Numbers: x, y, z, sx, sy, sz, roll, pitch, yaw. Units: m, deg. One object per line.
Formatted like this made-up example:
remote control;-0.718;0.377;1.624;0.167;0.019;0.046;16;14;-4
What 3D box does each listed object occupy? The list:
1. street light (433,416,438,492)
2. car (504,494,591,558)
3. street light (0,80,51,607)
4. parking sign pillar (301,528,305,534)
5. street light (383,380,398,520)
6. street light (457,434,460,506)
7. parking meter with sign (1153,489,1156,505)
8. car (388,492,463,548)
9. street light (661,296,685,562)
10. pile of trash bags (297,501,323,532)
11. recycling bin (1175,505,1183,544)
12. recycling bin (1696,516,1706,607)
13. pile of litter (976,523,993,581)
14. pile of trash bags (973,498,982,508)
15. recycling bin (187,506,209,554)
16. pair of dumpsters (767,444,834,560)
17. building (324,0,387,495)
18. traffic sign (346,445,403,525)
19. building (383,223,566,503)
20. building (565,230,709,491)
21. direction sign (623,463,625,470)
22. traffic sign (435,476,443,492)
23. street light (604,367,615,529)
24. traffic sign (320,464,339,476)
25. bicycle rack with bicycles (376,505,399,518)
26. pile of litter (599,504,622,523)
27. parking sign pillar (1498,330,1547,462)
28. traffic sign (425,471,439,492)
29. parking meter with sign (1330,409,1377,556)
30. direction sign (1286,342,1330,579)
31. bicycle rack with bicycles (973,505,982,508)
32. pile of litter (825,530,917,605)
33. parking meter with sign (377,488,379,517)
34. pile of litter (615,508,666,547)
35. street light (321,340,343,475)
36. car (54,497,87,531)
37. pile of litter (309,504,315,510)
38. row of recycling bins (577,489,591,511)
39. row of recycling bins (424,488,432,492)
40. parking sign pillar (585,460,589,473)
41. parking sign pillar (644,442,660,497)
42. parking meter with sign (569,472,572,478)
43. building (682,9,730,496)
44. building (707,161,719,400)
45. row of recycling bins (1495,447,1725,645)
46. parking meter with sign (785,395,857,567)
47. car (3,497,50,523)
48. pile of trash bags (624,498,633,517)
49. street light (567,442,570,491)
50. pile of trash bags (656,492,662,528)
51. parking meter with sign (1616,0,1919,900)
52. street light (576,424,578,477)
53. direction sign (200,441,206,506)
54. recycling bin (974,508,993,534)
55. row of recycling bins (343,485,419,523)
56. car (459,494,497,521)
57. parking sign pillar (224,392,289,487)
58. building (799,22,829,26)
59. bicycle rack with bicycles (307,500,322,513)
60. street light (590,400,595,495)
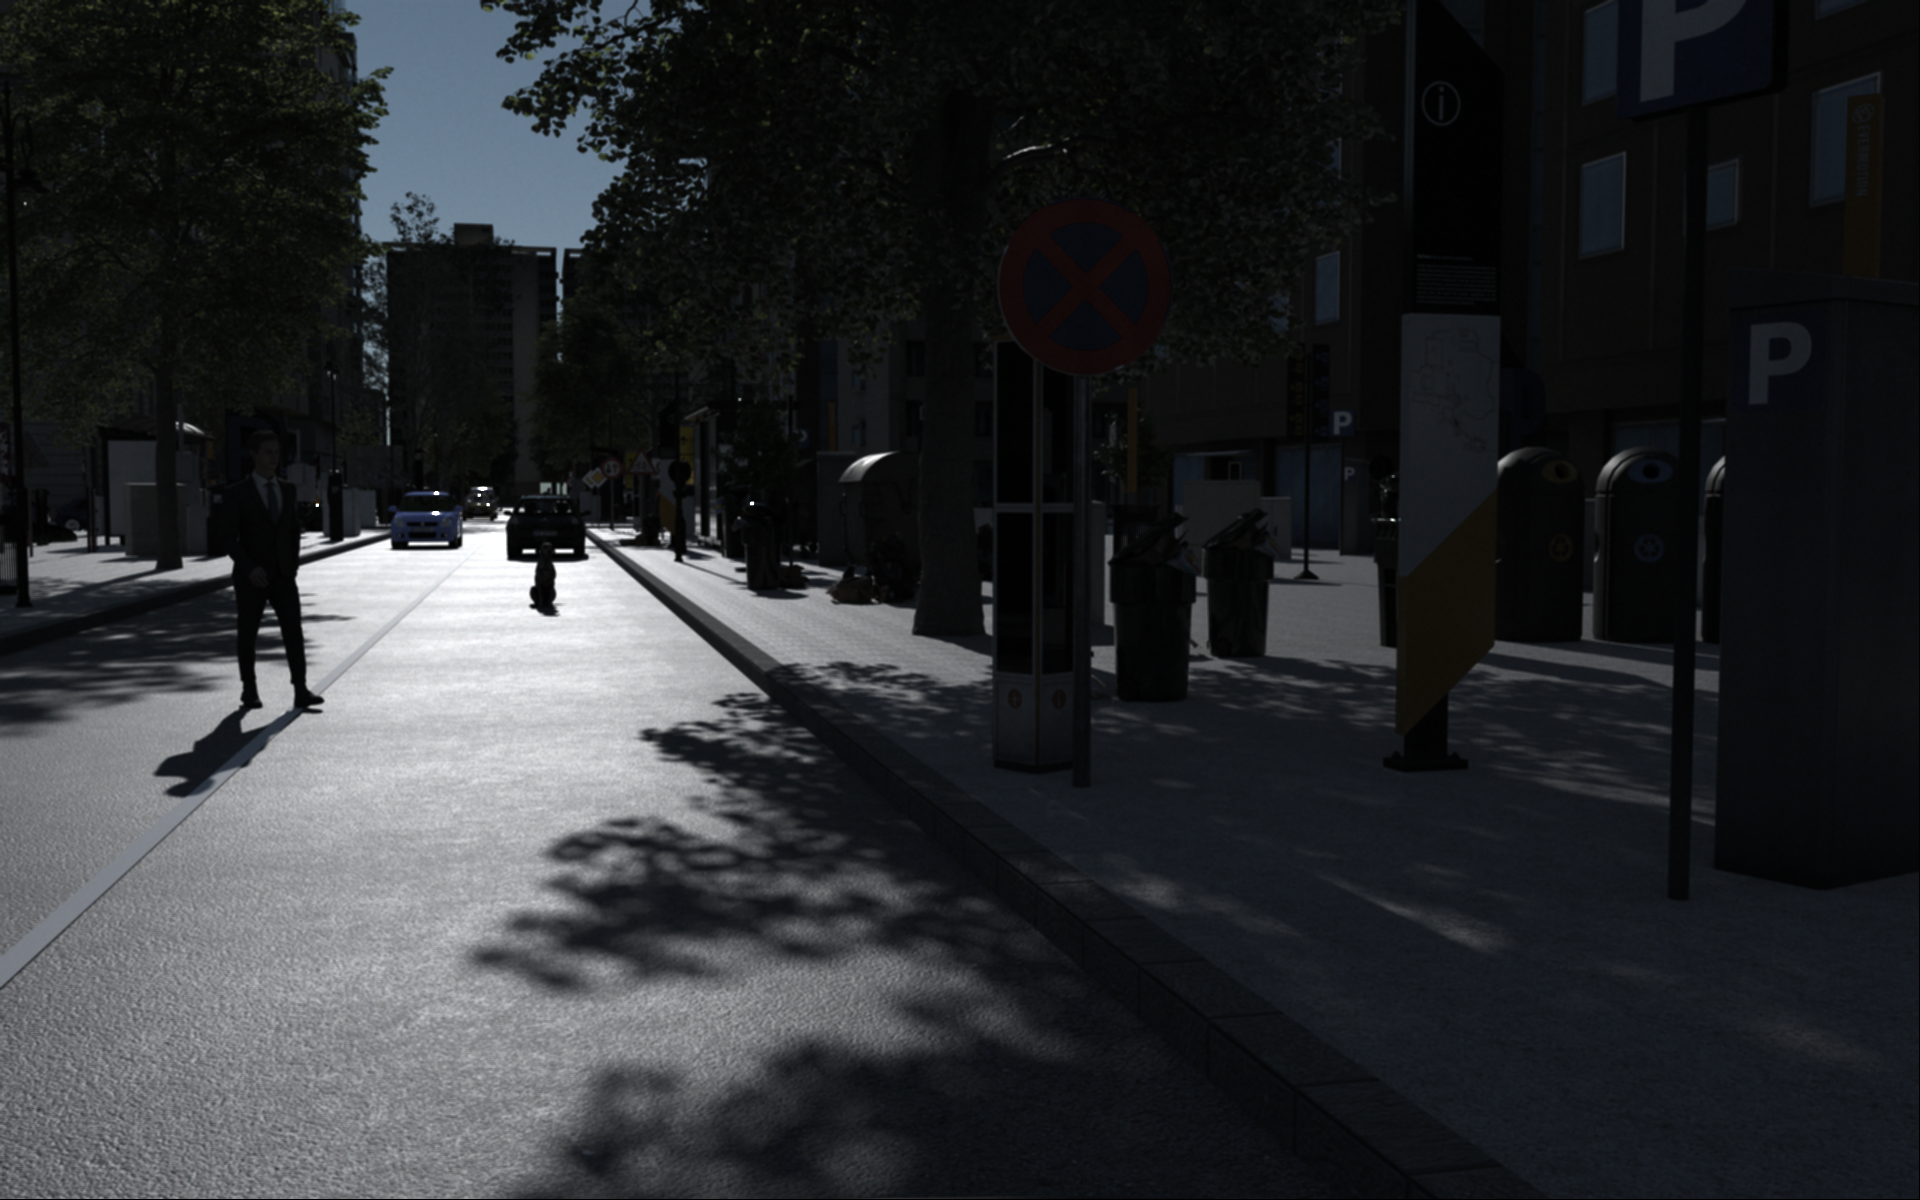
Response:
street light;-30.495;-7.836;100.898;0.468;5.910;1.993;-1;4;-14
car;-9.606;-1.866;40.300;2.009;1.686;4.222;-1;4;-12
street light;-10.643;-2.858;19.515;0.468;5.910;1.993;-1;4;-14
parking sign pillar;-21.952;-4.125;55.922;1.447;3.967;1.447;-2;4;-28
street light;-22.983;-5.948;70.039;0.468;5.910;1.993;-1;4;-14
street light;-38.001;-9.690;131.226;0.468;5.910;1.993;-1;4;-14
parking meter with sign;6.967;-3.880;59.700;0.543;3.016;1.738;2;4;23
car;-14.479;-2.293;47.075;1.945;1.707;3.694;-1;4;-13
street light;-5.359;-3.671;32.814;0.468;5.910;1.993;-1;4;-14
pile of trash bags;-22.513;-3.071;59.963;1.912;1.369;3.447;1;4;23
recycling bin;5.324;-1.666;39.800;0.722;1.027;0.722;0;4;5
recycling bin;8.309;-0.457;20.033;0.722;1.027;0.722;1;4;10
pile of litter;0.244;-0.738;26.030;1.719;0.858;1.176;-1;4;-20
pile of trash bags;1.715;-3.252;62.918;3.447;1.369;1.912;2;4;27
recycling bin;-16.450;-1.517;37.351;0.722;1.027;0.722;3;5;39
pair of dumpsters;-3.108;-2.037;35.793;1.574;2.255;4.437;-1;4;-14
building;-96.036;-56.593;237.972;31.000;86.520;22.319;-1;4;-14
traffic sign;-24.347;-4.784;72.091;2.265;3.308;0.079;-1;4;-9
building;-70.445;-34.245;251.779;23.993;40.220;32.217;-1;4;-14
building;-47.050;-34.632;258.112;23.993;40.220;32.217;-1;4;-14
direction sign;-24.960;-8.279;127.359;0.876;3.537;0.379;2;4;25
traffic sign;-36.945;-7.496;122.667;0.768;2.556;0.104;0;4;-7
street light;-12.748;-5.528;63.171;0.468;5.910;1.993;-1;4;-14
traffic sign;-26.325;-4.418;72.335;0.768;2.556;0.104;-1;4;-11
bicycle rack with bicycles;-27.932;-4.420;85.649;2.925;0.926;2.852;-3;5;-40
pile of litter;-15.531;-3.929;78.198;1.719;0.858;1.176;1;4;9
parking sign pillar;8.701;-2.366;27.151;1.447;3.967;1.447;-3;5;-44
traffic sign;-28.990;-5.814;95.164;0.768;2.556;0.104;-1;4;-8
parking meter with sign;8.362;-2.465;36.564;0.543;3.016;1.738;2;4;33
direction sign;5.233;-2.085;26.084;0.876;3.537;0.379;-2;4;-35
bicycle rack with bicycles;2.232;-4.403;85.378;2.852;0.926;2.925;-1;4;-14
pile of litter;-1.103;-0.421;20.842;1.176;0.858;1.719;2;4;26
parking meter with sign;-32.917;-6.056;95.274;1.738;3.016;0.543;-1;4;-15
pile of litter;-7.896;-1.778;43.033;1.176;0.858;1.719;-1;4;-10
street light;-18.038;-4.714;49.870;0.468;5.910;1.993;-1;4;-14
car;-30.444;-3.059;62.601;3.894;1.354;1.945;-1;4;-12
pile of litter;-29.845;-4.084;80.735;1.176;0.858;1.719;-2;4;-32
row of recycling bins;-22.857;-6.269;109.614;1.069;1.692;3.534;2;4;29
row of recycling bins;-34.815;-6.333;110.661;1.069;1.692;3.534;-3;5;-44
parking sign pillar;-27.194;-8.469;126.934;1.447;3.967;1.447;-1;4;-22
parking sign pillar;-14.237;-5.646;80.780;1.447;3.967;1.447;-2;4;-25
parking meter with sign;-29.475;-8.450;134.412;0.543;3.016;1.738;2;4;35
building;-19.455;-53.889;193.762;22.319;86.520;31.000;-1;4;-14
building;-17.489;-31.937;172.279;14.600;45.320;14.200;-1;4;-14
row of recycling bins;6.368;-0.484;15.030;3.534;1.692;1.069;1;4;14
parking meter with sign;-2.172;-2.107;30.711;1.738;3.016;0.543;0;4;-7
car;-35.001;-3.040;62.283;3.894;1.354;1.945;-1;4;-16
pile of trash bags;-19.005;-5.368;97.511;3.447;1.369;1.912;3;4;38
street light;-32.492;-10.468;143.946;0.468;5.910;1.993;-1;4;-14
pile of trash bags;-9.123;-3.150;61.248;3.447;1.369;1.912;0;4;-8
parking meter with sign;2.982;-0.586;5.834;1.738;3.016;0.543;-2;4;-32
street light;-25.123;-8.611;113.585;0.468;5.910;1.993;-1;4;-14
direction sign;-32.322;-5.016;74.003;0.379;3.537;0.876;-1;4;-12
recycling bin;0.438;-1.181;31.856;0.722;1.027;0.722;0;4;3
row of recycling bins;-25.569;-4.217;76.056;3.534;1.692;1.069;-1;4;-18
car;-26.397;-5.176;94.853;2.015;1.641;3.980;-1;4;-15
parking sign pillar;-17.713;-3.362;43.444;1.447;3.967;1.447;-1;4;-18
building;-13.841;-31.097;158.544;14.600;45.320;14.200;-1;4;-14
bicycle rack with bicycles;-49.326;-7.308;132.867;2.852;0.926;2.925;0;4;-6
street light;-17.583;-6.722;82.692;0.468;5.910;1.993;-1;4;-14
